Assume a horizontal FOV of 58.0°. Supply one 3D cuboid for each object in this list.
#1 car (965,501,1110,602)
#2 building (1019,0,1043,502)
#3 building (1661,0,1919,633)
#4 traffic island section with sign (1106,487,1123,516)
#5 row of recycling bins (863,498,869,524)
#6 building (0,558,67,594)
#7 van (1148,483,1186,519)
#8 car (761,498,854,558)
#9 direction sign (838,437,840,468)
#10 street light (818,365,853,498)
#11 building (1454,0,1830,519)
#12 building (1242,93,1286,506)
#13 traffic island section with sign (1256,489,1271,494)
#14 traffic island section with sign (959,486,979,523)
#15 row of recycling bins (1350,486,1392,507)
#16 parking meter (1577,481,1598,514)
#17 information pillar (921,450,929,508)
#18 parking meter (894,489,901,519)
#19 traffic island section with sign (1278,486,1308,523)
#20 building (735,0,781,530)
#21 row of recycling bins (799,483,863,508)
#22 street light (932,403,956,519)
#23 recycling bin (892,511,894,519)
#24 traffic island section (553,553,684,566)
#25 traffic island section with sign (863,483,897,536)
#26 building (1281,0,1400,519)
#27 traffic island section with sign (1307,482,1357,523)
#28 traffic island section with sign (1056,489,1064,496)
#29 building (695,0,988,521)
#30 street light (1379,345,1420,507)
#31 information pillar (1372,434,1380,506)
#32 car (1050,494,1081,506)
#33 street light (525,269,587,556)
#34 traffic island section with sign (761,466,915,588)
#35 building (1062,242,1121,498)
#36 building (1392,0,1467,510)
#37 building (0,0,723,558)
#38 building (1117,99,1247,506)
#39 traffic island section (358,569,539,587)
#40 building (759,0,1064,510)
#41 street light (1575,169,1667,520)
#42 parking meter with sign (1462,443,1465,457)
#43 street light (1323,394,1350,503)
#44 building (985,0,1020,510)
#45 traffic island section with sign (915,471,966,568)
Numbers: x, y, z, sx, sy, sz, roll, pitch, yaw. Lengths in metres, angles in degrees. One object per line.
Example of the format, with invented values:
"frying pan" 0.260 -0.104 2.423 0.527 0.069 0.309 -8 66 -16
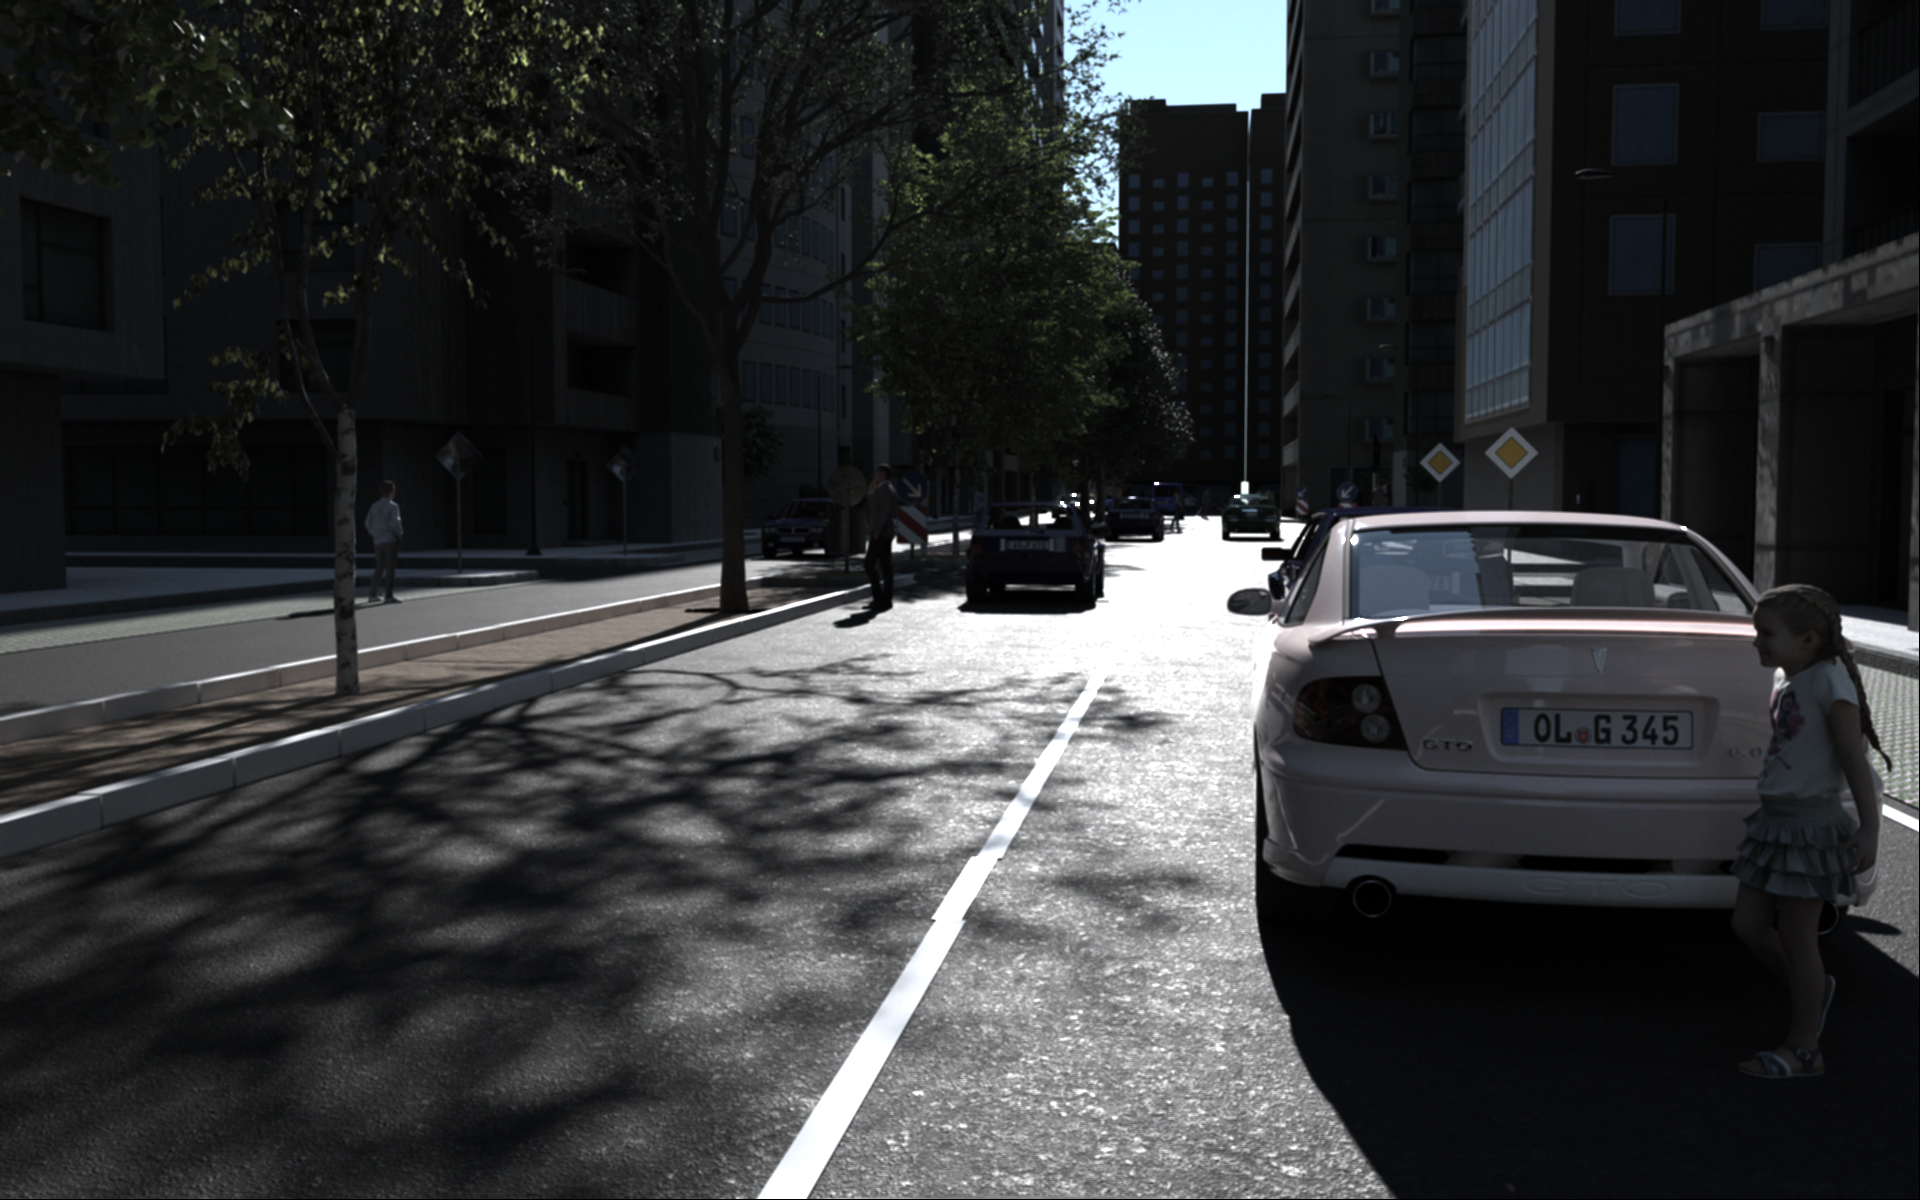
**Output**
"car" 1.113 -0.720 24.346 1.945 1.354 3.894 0 4 7
"building" -4.759 -32.356 148.622 23.786 49.044 30.456 1 4 8
"building" 18.891 -35.079 11.799 20.563 71.187 20.611 1 4 8
"traffic island section with sign" 9.877 -6.169 108.998 2.006 1.907 1.989 1 4 8
"row of recycling bins" -3.955 -4.260 76.769 1.069 1.692 3.534 1 4 11
"building" -18.483 -15.204 20.292 14.107 30.474 14.160 1 4 8
"van" 12.116 -5.914 101.071 2.240 2.365 5.245 0 4 6
"car" -3.413 -1.700 40.381 1.945 1.354 3.894 1 4 9
"direction sign" -4.821 -4.714 69.066 0.379 3.537 0.876 0 4 -2
"street light" -4.548 -5.503 62.516 1.470 5.913 1.316 1 4 8
"building" 19.623 -23.778 38.875 14.200 45.320 14.600 1 4 8
"building" 39.844 -33.404 196.266 14.200 45.320 14.600 1 4 8
"traffic island section with sign" 23.858 -7.697 134.471 1.989 1.847 2.006 1 4 8
"traffic island section with sign" 0.764 -4.795 87.025 1.989 1.847 2.006 1 4 8
"row of recycling bins" 20.424 -4.701 83.973 3.534 1.692 1.069 2 4 35
"parking meter" 12.130 -1.536 33.522 0.372 1.533 0.369 0 3 0
"information pillar" -1.865 -6.183 92.451 0.504 3.616 0.183 -3 5 -44
"parking meter" -3.223 -4.930 89.023 0.372 1.533 0.369 0 3 0
"traffic island section with sign" 16.906 -4.757 86.400 1.989 1.847 2.006 1 4 8
"building" -15.884 -32.389 71.559 21.231 58.520 28.212 1 4 8
"row of recycling bins" -5.106 -3.620 66.299 1.069 1.692 3.534 2 4 25
"street light" -0.737 -7.122 88.984 1.470 5.913 1.316 1 4 8
"recycling bin" -3.665 -4.759 90.358 0.722 1.027 0.722 0 4 3
"traffic island section" -6.949 -0.830 35.850 2.009 0.180 2.903 1 4 8
"traffic island section with sign" -3.106 -3.152 60.156 1.989 1.847 2.006 1 4 8
"building" 29.117 -28.821 94.927 21.300 48.544 21.600 1 4 8
"traffic island section with sign" 12.867 -3.040 58.324 1.989 1.847 2.006 1 4 8
"traffic island section with sign" 7.953 -7.839 136.793 1.989 1.847 2.006 1 4 8
"building" -6.215 -20.106 100.431 14.160 30.474 14.107 1 4 8
"street light" 13.772 -4.994 54.192 1.470 5.913 1.316 1 4 8
"information pillar" 16.224 -4.658 67.520 0.183 3.616 0.504 3 4 37
"car" 6.545 -5.653 104.222 2.131 1.459 4.920 0 4 8
"street light" -8.381 -3.879 35.965 1.470 5.913 1.316 1 4 8
"traffic island section with sign" -1.913 -1.172 27.296 2.006 1.907 1.989 1 4 8
"building" 11.517 -26.245 200.800 14.107 30.474 14.160 1 4 8
"building" 24.070 -18.099 67.619 14.160 30.474 14.107 1 4 8
"building" -14.710 -16.583 42.841 14.160 30.474 14.107 1 4 8
"building" 25.671 -33.592 199.332 14.200 45.320 14.600 1 4 8
"traffic island section" -8.090 -0.347 27.947 2.009 0.180 2.903 1 4 8
"building" -3.862 -38.756 175.651 28.212 58.520 21.231 1 4 8
"street light" 9.502 -3.201 24.883 1.470 5.913 1.316 1 4 8
"parking meter with sign" 16.968 -3.645 55.864 0.543 3.016 1.738 -1 4 -23
"street light" 17.557 -6.611 80.633 1.470 5.913 1.316 1 4 8
"building" -7.495 -30.525 122.783 21.300 48.544 21.600 1 4 8
"traffic island section with sign" -0.845 -1.620 34.626 2.006 1.907 1.989 1 4 8
